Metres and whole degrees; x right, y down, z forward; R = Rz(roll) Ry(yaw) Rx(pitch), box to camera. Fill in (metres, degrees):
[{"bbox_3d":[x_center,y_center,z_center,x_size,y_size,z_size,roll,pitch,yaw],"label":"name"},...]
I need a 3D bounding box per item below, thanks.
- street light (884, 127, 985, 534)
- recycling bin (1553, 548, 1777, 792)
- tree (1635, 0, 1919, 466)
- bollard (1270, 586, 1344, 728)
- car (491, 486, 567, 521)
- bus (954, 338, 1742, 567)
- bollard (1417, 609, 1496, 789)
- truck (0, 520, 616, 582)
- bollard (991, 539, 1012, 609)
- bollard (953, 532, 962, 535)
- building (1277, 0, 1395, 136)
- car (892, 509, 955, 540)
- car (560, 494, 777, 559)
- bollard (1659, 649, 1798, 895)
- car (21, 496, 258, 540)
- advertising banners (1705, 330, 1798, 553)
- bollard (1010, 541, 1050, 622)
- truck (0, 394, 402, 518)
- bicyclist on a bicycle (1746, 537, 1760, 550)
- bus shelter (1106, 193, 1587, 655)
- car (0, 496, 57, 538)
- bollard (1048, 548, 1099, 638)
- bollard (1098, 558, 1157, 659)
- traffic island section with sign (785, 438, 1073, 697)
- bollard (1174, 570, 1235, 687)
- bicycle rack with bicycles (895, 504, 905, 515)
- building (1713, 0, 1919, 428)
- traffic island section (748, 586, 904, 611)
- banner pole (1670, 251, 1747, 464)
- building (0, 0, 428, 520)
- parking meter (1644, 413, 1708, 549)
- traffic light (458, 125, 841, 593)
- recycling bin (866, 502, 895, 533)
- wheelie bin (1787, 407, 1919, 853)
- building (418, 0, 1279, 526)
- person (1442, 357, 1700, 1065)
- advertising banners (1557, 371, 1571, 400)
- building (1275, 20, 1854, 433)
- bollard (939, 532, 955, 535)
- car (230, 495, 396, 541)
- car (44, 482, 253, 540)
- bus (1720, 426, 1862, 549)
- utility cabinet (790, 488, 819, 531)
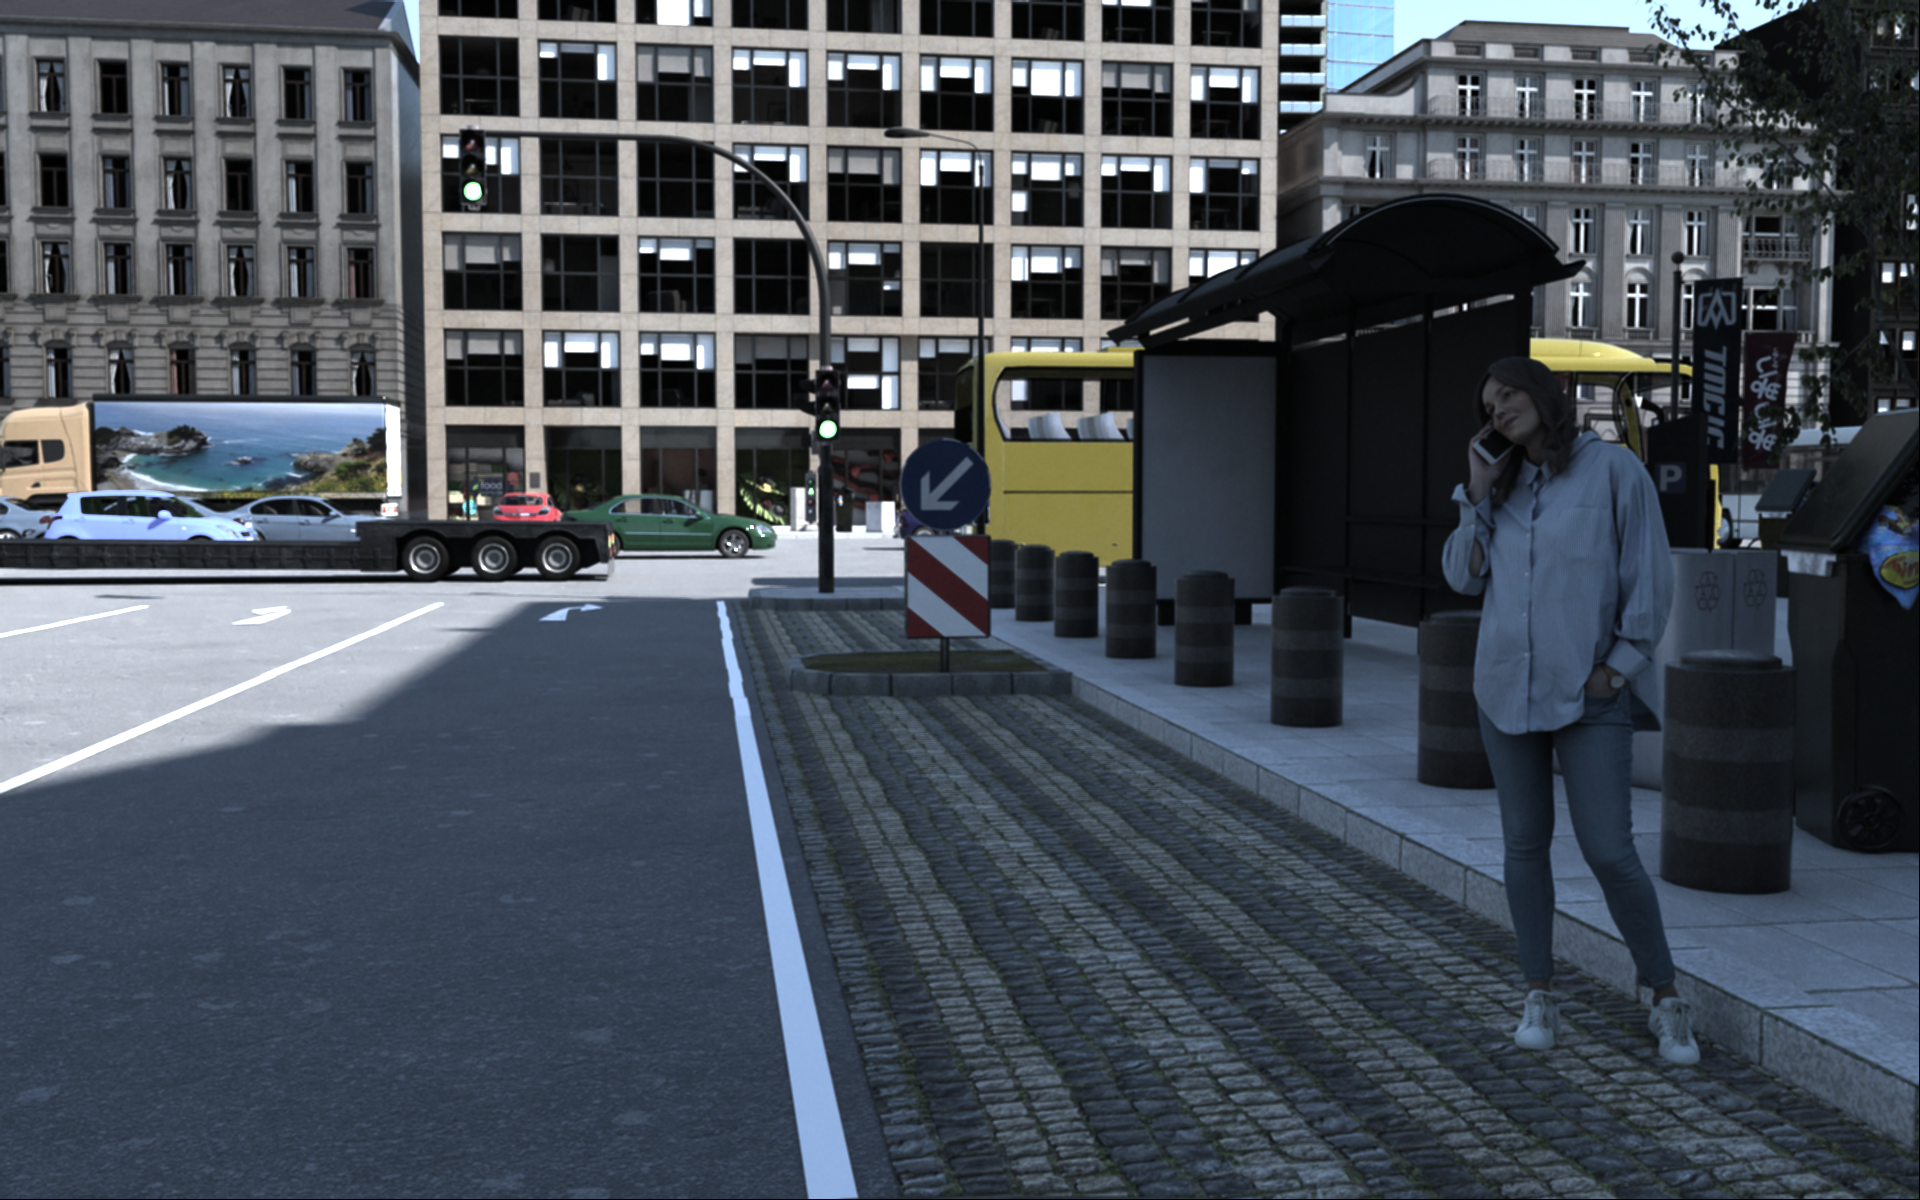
[{"bbox_3d":[-0.265,-3.036,22.183,1.470,5.913,1.316,-1,4,-8],"label":"street light"},{"bbox_3d":[3.174,0.287,7.865,0.722,1.027,0.722,-2,4,-33],"label":"recycling bin"},{"bbox_3d":[8.036,-3.898,14.102,4.360,8.622,3.978,0,3,0],"label":"tree"},{"bbox_3d":[1.940,0.308,9.679,0.404,0.777,0.398,0,3,0],"label":"bollard"},{"bbox_3d":[-12.930,-2.625,51.964,2.155,1.783,4.494,0,4,-7],"label":"car"},{"bbox_3d":[6.115,-2.198,27.479,12.252,3.916,2.896,0,4,-7],"label":"bus"},{"bbox_3d":[2.241,0.430,7.692,0.404,0.777,0.398,0,3,0],"label":"bollard"},{"bbox_3d":[-15.197,-2.339,27.997,18.799,4.110,2.967,-1,4,-9],"label":"truck"},{"bbox_3d":[0.463,-0.296,19.559,0.404,0.777,0.398,0,3,0],"label":"bollard"},{"bbox_3d":[0.167,-0.418,21.551,0.404,0.777,0.398,0,3,0],"label":"bollard"},{"bbox_3d":[26.837,-52.025,163.272,31.000,86.520,22.319,-1,4,-8],"label":"building"},{"bbox_3d":[0.242,-1.986,45.058,3.894,1.354,1.945,-1,4,-9],"label":"car"},{"bbox_3d":[-6.578,-1.659,38.925,4.920,1.459,2.131,-1,4,-10],"label":"car"},{"bbox_3d":[2.535,0.550,5.719,0.404,0.777,0.398,0,3,0],"label":"bollard"},{"bbox_3d":[-17.045,-1.469,36.016,4.499,1.417,2.014,-1,4,-10],"label":"car"},{"bbox_3d":[8.039,-1.401,19.094,2.074,3.025,0.090,2,4,29],"label":"advertising banners"},{"bbox_3d":[0.762,-0.176,17.587,0.404,0.777,0.398,0,3,0],"label":"bollard"},{"bbox_3d":[-22.075,-3.724,49.804,11.283,4.237,2.839,-1,4,-8],"label":"truck"},{"bbox_3d":[15.479,-1.372,32.453,1.625,1.676,1.499,-1,4,-8],"label":"bicyclist on a bicycle"},{"bbox_3d":[2.846,-1.254,14.429,2.014,3.302,5.546,-1,4,-9],"label":"bus shelter"},{"bbox_3d":[-22.852,-1.695,39.711,4.499,1.417,2.014,0,4,-7],"label":"car"},{"bbox_3d":[1.050,-0.055,15.613,0.404,0.777,0.398,0,3,0],"label":"bollard"},{"bbox_3d":[1.347,0.066,13.640,0.404,0.777,0.398,0,3,0],"label":"bollard"},{"bbox_3d":[-0.317,-0.275,13.129,1.989,1.847,2.006,-1,4,-8],"label":"traffic island section with sign"},{"bbox_3d":[1.647,0.186,11.668,0.404,0.777,0.398,0,3,0],"label":"bollard"},{"bbox_3d":[-1.469,-2.944,61.510,2.852,0.926,2.925,1,4,17],"label":"bicycle rack with bicycles"},{"bbox_3d":[45.938,-15.391,81.324,15.834,23.373,12.332,-1,4,-8],"label":"building"},{"bbox_3d":[-1.727,-0.017,22.556,2.009,0.180,2.903,-1,4,-8],"label":"traffic island section"},{"bbox_3d":[7.602,-1.703,17.854,0.863,3.779,0.401,2,4,34],"label":"banner pole"},{"bbox_3d":[-30.730,-13.422,68.594,18.267,20.994,9.793,-1,4,-8],"label":"building"},{"bbox_3d":[5.211,-0.425,12.660,0.399,1.863,0.255,3,5,42],"label":"parking meter"},{"bbox_3d":[-3.824,-2.894,21.987,4.771,5.953,1.251,-1,4,-8],"label":"traffic light"},{"bbox_3d":[-2.668,-2.774,57.910,0.722,1.027,0.722,2,4,34],"label":"recycling bin"},{"bbox_3d":[3.472,0.090,6.430,0.693,1.594,0.980,0,4,8],"label":"wheelie bin"},{"bbox_3d":[-5.204,-16.741,78.238,34.151,26.468,19.350,-1,4,-8],"label":"building"},{"bbox_3d":[1.595,0.261,4.498,0.793,1.790,0.793,1,4,16],"label":"person"},{"bbox_3d":[8.643,-1.706,24.074,0.090,3.025,2.074,0,4,-1],"label":"advertising banners"},{"bbox_3d":[25.472,-14.504,78.942,24.055,21.916,13.314,-1,4,-8],"label":"building"},{"bbox_3d":[-0.127,-0.539,23.524,0.404,0.777,0.398,0,3,0],"label":"bollard"},{"bbox_3d":[-14.918,-1.715,40.038,4.499,1.417,2.014,-1,4,-10],"label":"car"},{"bbox_3d":[-15.793,-1.484,33.862,3.694,1.707,1.945,-1,4,-9],"label":"car"},{"bbox_3d":[21.133,-2.865,41.696,2.948,3.499,13.247,-1,4,-9],"label":"bus"},{"bbox_3d":[-5.296,-3.113,59.578,0.318,1.500,1.173,3,5,42],"label":"utility cabinet"}]
